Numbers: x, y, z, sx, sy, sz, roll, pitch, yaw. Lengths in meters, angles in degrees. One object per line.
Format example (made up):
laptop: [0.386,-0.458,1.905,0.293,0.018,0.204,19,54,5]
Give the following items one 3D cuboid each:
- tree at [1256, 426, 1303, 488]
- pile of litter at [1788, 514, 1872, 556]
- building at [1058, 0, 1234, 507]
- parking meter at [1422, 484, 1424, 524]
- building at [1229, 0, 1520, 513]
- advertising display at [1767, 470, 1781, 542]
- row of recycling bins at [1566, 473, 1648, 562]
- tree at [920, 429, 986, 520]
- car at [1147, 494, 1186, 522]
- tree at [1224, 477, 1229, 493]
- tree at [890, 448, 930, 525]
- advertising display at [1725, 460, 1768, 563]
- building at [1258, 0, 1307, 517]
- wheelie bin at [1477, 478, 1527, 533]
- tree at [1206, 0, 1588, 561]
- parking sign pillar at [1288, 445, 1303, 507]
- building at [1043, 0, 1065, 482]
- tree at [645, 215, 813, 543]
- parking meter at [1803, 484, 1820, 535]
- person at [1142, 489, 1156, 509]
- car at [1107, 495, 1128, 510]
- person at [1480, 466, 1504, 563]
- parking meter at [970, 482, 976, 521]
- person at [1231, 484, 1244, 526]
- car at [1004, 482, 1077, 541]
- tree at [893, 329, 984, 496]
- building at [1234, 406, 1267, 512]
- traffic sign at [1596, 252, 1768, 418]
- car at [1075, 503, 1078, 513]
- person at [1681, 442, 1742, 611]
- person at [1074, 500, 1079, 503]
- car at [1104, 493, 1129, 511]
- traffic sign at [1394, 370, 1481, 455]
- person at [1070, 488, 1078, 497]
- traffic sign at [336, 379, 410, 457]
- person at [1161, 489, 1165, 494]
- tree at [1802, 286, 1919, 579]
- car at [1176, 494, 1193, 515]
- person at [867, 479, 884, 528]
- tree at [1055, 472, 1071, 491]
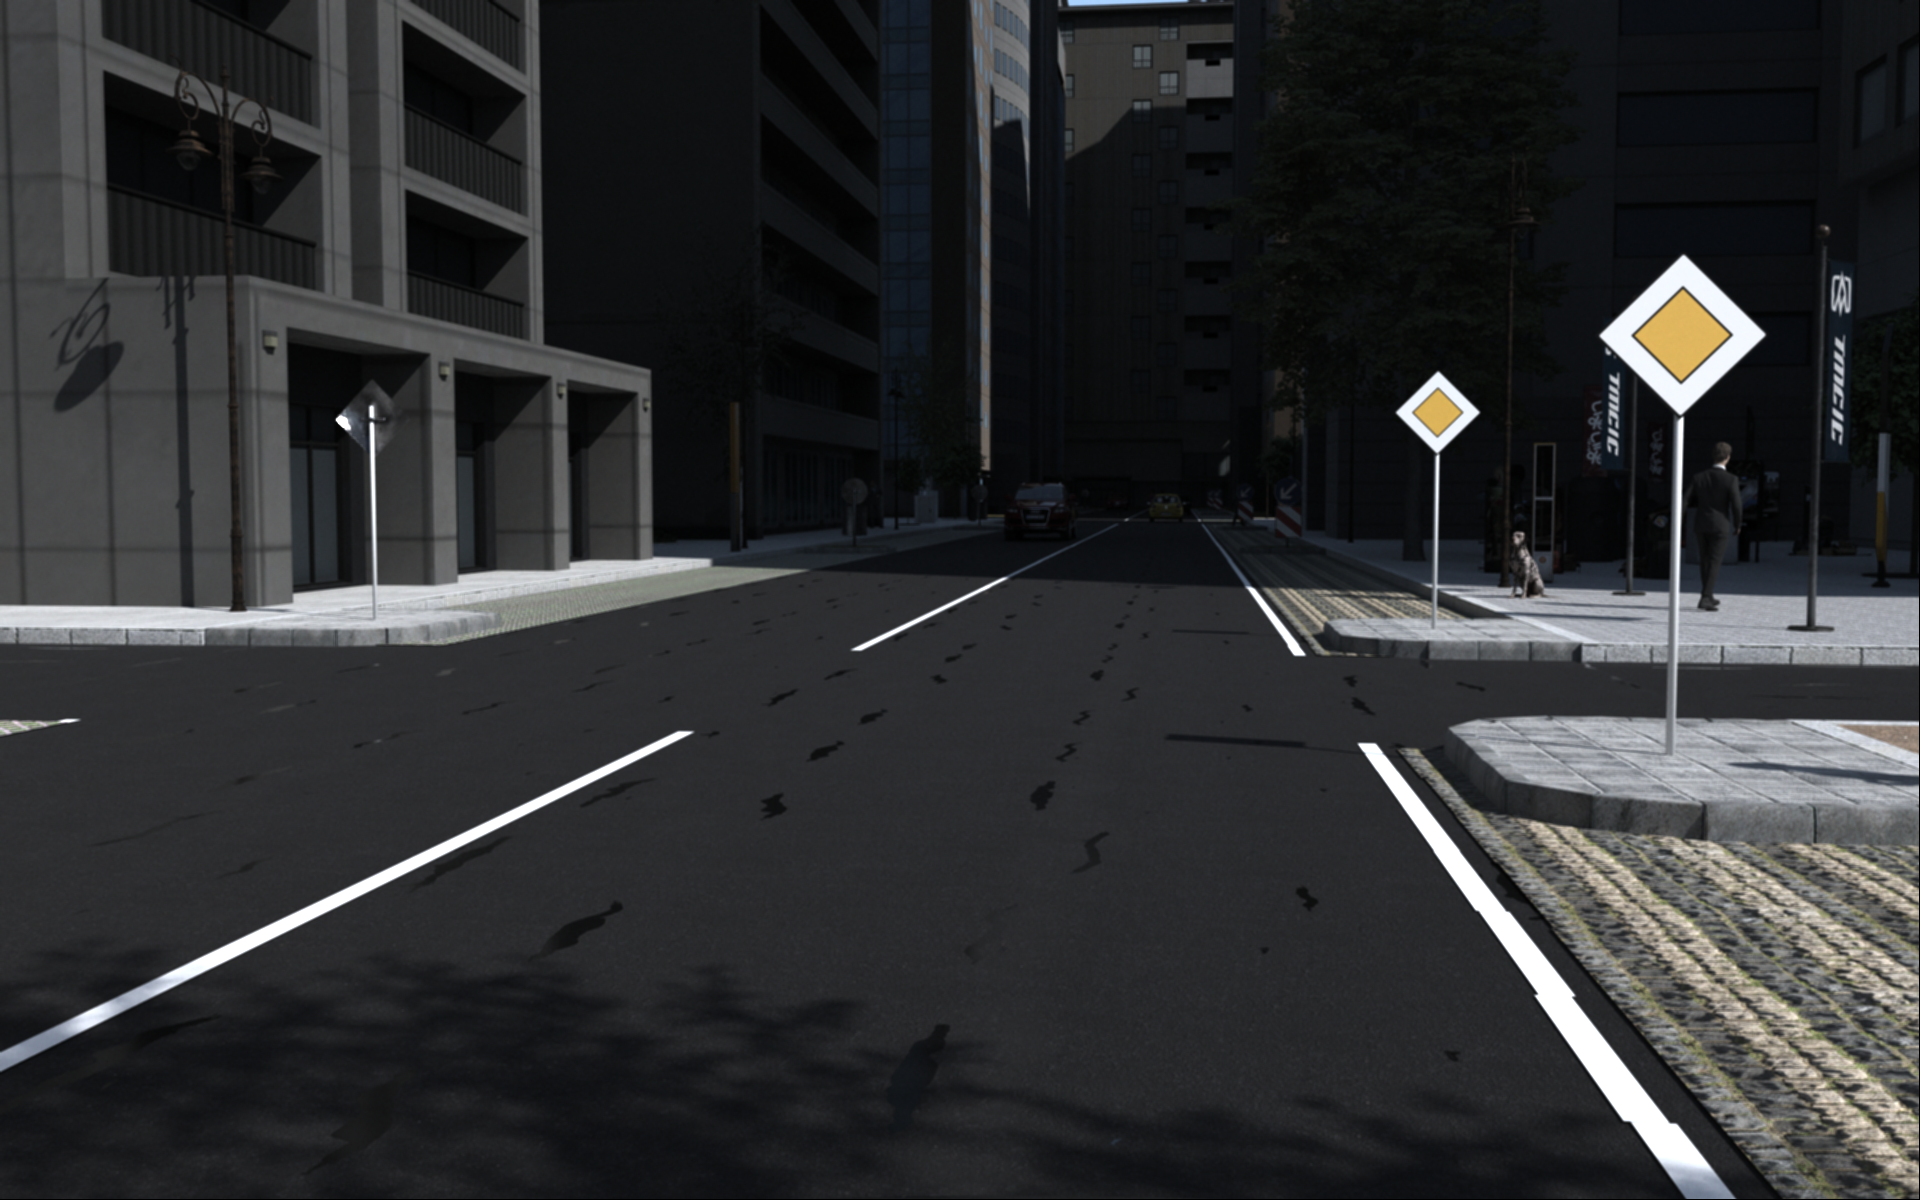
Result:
tree: [15.837,-6.064,82.863,4.285,4.588,4.351,0,3,0]
pile of litter: [18.206,-1.362,36.230,1.719,0.858,1.176,1,4,14]
building: [20.002,-36.633,188.186,27.495,52.752,28.713,0,4,7]
parking meter: [11.521,-2.162,43.764,0.372,1.533,0.369,0,3,0]
building: [34.025,-37.121,148.930,21.231,58.520,28.212,0,4,7]
advertising display: [21.519,-2.531,46.600,0.974,1.923,0.123,1,4,19]
row of recycling bins: [12.691,-1.646,34.028,1.069,1.692,3.534,2,4,34]
tree: [-0.322,-6.370,87.858,4.285,4.588,4.351,0,3,0]
car: [10.601,-4.814,88.934,2.015,1.641,3.980,0,4,7]
tree: [26.411,-10.551,167.107,1.663,3.219,1.824,0,3,0]
tree: [-2.030,-4.716,71.712,1.663,3.219,1.824,0,3,0]
advertising display: [14.811,-1.689,32.822,0.123,1.923,0.974,-1,4,-19]
building: [24.545,-27.378,97.740,14.600,45.320,14.200,0,4,7]
wheelie bin: [10.903,-1.650,34.884,0.980,1.594,0.693,0,4,8]
tree: [8.352,-7.016,32.843,7.486,12.596,7.792,0,3,0]
parking sign pillar: [15.509,-5.510,78.557,1.447,3.967,1.447,-2,4,-31]
building: [0.608,-30.100,142.243,14.600,45.320,14.200,0,4,7]
tree: [-5.960,-5.784,44.938,4.360,8.622,3.978,0,3,0]
parking meter: [22.017,-2.224,44.769,0.372,1.533,0.369,0,3,0]
person: [10.922,-5.485,98.859,1.217,1.739,0.721,3,4,37]
car: [14.809,-9.316,162.102,2.009,1.686,4.222,1,4,9]
person: [9.965,-1.561,31.755,0.728,1.800,0.709,0,4,1]
parking meter: [0.620,-4.656,81.830,0.255,1.863,0.399,0,4,7]
person: [11.671,-3.903,72.091,0.755,1.850,0.659,0,4,4]
car: [2.591,-2.822,54.805,2.281,1.827,5.304,0,4,7]
tree: [-1.292,-7.831,78.393,4.737,8.622,4.395,0,3,0]
building: [30.891,-49.281,118.418,22.319,86.520,31.000,0,4,7]
traffic sign: [3.506,-0.381,8.415,0.795,2.593,0.064,0,4,7]
car: [4.052,-3.838,74.556,2.131,1.459,4.920,0,4,8]
person: [8.330,-0.814,19.130,0.755,1.850,0.659,-3,5,-42]
person: [9.385,-7.901,140.900,0.599,1.433,0.991,-2,4,-30]
car: [13.408,-8.499,148.006,2.155,1.783,4.494,0,4,5]
traffic sign: [4.511,-0.865,16.337,0.795,2.593,0.064,0,4,7]
person: [10.587,-9.713,164.485,1.348,1.869,0.705,0,4,7]
traffic sign: [-5.996,-0.948,17.687,0.795,2.593,0.064,0,4,7]
person: [15.648,-7.672,133.956,0.705,1.821,1.348,0,4,-7]
tree: [14.723,-2.634,26.773,4.285,4.588,4.351,0,3,0]
car: [15.149,-6.748,120.116,2.009,1.686,4.222,0,4,7]
person: [-3.172,-3.627,65.158,0.655,1.846,0.447,0,4,0]
tree: [8.687,-9.569,151.054,1.663,3.219,1.824,0,3,0]
